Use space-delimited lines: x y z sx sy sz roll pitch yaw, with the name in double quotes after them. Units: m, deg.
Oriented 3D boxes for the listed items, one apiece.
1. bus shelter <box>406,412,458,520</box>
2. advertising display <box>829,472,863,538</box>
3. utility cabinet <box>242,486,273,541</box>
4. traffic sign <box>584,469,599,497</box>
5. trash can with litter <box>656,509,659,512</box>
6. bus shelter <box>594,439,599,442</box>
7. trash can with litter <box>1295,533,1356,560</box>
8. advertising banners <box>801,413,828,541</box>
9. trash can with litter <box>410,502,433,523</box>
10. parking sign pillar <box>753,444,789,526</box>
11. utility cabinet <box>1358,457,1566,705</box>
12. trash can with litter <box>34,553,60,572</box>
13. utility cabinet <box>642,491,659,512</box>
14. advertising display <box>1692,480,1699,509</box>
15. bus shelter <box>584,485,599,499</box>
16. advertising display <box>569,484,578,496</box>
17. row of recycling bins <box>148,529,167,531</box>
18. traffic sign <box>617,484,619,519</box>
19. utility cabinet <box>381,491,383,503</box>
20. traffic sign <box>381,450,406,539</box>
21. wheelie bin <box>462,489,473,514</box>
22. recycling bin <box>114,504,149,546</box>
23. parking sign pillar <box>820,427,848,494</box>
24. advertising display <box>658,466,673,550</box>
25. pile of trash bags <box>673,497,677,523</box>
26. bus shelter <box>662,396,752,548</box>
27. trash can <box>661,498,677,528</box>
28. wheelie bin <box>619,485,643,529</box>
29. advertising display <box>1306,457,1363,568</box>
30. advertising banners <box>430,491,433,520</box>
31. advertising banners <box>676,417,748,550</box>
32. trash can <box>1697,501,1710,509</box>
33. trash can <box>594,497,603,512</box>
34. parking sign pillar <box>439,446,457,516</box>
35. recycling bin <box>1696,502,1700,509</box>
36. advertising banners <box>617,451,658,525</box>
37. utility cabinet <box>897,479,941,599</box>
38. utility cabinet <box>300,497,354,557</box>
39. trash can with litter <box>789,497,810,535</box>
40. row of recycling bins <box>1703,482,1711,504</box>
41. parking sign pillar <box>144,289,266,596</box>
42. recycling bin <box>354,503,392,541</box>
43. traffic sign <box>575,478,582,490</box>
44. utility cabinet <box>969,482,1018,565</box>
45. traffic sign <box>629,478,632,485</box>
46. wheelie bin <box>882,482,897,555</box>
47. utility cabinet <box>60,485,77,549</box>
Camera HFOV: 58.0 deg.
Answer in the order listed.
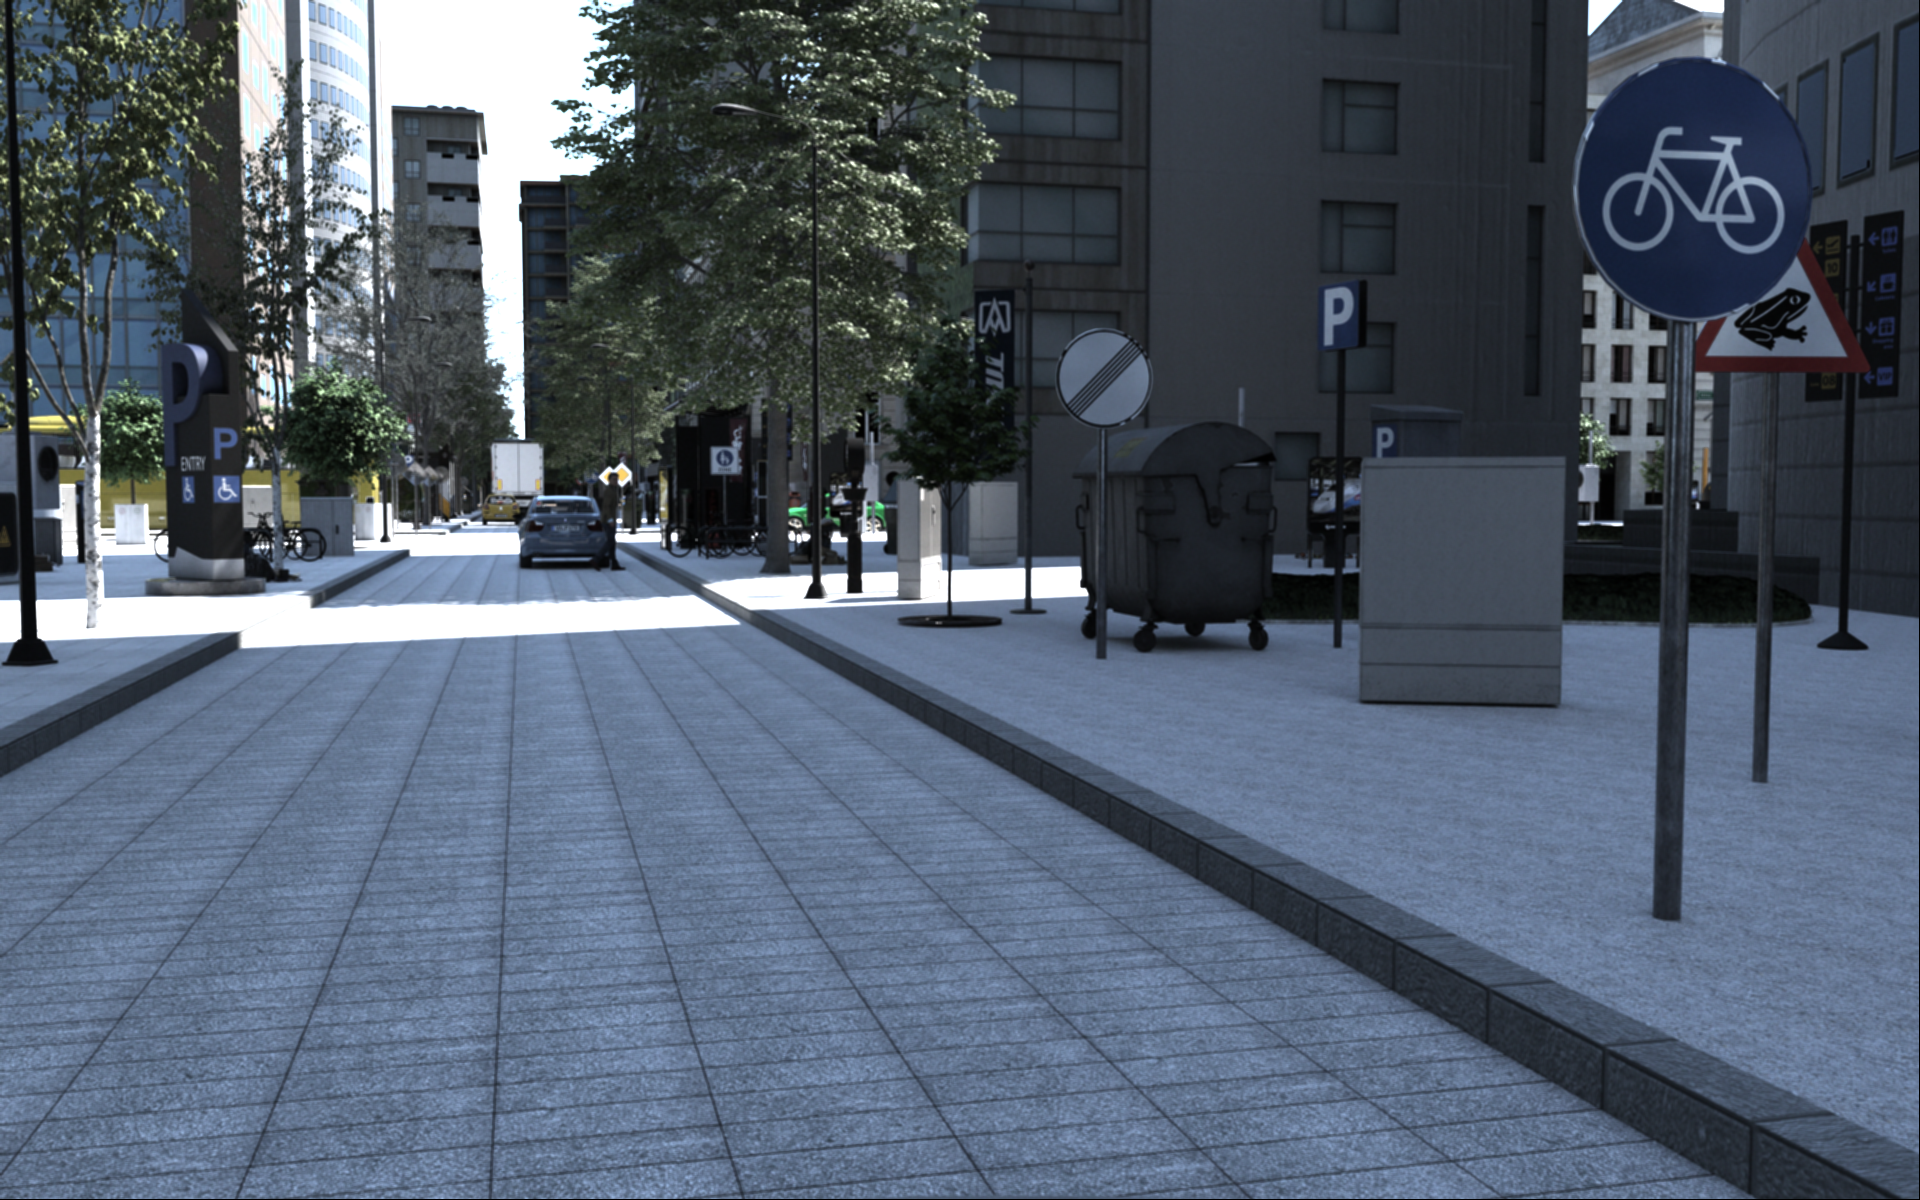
-26.748 -6.744 87.889 2.179 5.291 8.768 -1 4 -14 "bus shelter"
-3.346 -2.797 50.949 0.974 1.923 0.123 0 4 3 "advertising display"
-18.820 -2.270 45.796 1.173 1.500 0.318 -2 4 -30 "utility cabinet"
-18.477 -5.307 86.872 0.768 2.556 0.104 -1 4 -10 "traffic sign"
-20.217 -6.437 116.640 1.055 1.170 0.624 0 4 -2 "trash can with litter"
-26.310 -8.960 124.122 2.179 5.291 8.768 -1 4 -14 "bus shelter"
7.594 -1.439 34.591 2.233 1.210 1.678 -1 4 -16 "trash can with litter"
-3.084 -2.462 36.440 0.090 3.025 2.074 -1 4 -19 "advertising banners"
-23.587 -3.925 75.568 0.624 1.170 1.055 3 5 41 "trash can with litter"
-7.347 -4.836 67.546 1.447 3.967 1.447 -2 4 -30 "parking sign pillar"
3.047 -0.116 10.582 1.173 1.500 0.318 1 4 10 "utility cabinet"
-15.501 -1.052 28.585 1.055 1.170 0.624 -3 4 -38 "trash can with litter"
-22.405 -7.127 125.207 1.173 1.500 0.318 -1 4 -18 "utility cabinet"
34.211 -4.666 81.501 0.974 1.923 0.123 2 4 33 "advertising display"
-22.496 -7.030 106.227 1.731 3.624 6.357 -1 4 -14 "bus shelter"
-26.386 -6.915 118.270 0.123 1.923 0.974 1 4 18 "advertising display"
-28.074 -3.358 62.010 1.069 1.692 3.534 1 4 12 "row of recycling bins"
-17.929 -5.545 90.774 0.768 2.556 0.104 -1 4 -11 "traffic sign"
-34.666 -5.852 104.359 0.318 1.500 1.173 -2 4 -26 "utility cabinet"
-16.229 -3.023 49.529 0.768 2.556 0.104 -1 4 -9 "traffic sign"
-31.736 -6.340 111.567 0.693 1.594 0.980 -1 4 -13 "wheelie bin"
-20.832 -1.896 43.557 0.722 1.027 0.722 -1 4 -22 "recycling bin"
-4.850 -4.650 64.502 1.447 3.967 1.447 -2 4 -24 "parking sign pillar"
-6.768 -2.118 39.846 0.123 1.923 0.974 -1 4 -22 "advertising display"
-11.779 -4.089 76.600 1.912 1.369 3.447 -1 4 -17 "pile of trash bags"
-6.536 -3.262 44.618 1.731 3.624 6.357 -1 4 -14 "bus shelter"
-10.396 -3.079 61.992 0.748 1.137 0.748 0 3 0 "trash can"
-12.073 -3.418 63.786 0.693 1.594 0.980 2 4 24 "wheelie bin"
6.510 -1.521 30.075 0.974 1.923 0.123 0 4 -3 "advertising display"
-26.148 -5.302 82.881 0.090 3.025 2.074 3 4 38 "advertising banners"
-5.747 -2.688 40.131 2.074 3.025 0.090 2 4 30 "advertising banners"
16.239 -1.567 37.280 0.748 1.137 0.748 0 3 0 "trash can"
-16.525 -4.175 79.909 0.748 1.137 0.748 0 3 0 "trash can"
-28.787 -6.605 96.457 1.447 3.967 1.447 -3 5 -40 "parking sign pillar"
24.326 -2.666 56.150 0.722 1.027 0.722 3 4 38 "recycling bin"
-13.351 -4.614 71.635 0.090 3.025 2.074 3 5 40 "advertising banners"
-0.486 -0.778 21.403 0.318 1.500 1.173 1 4 11 "utility cabinet"
-13.063 -1.504 35.760 1.020 1.237 0.306 -1 4 -19 "utility cabinet"
-5.018 -2.693 55.093 2.233 1.210 1.678 -3 4 -38 "trash can with litter"
22.509 -2.559 48.946 1.069 1.692 3.534 -1 4 -23 "row of recycling bins"
-9.769 -2.071 22.333 1.447 3.967 1.447 3 5 42 "parking sign pillar"
-16.197 -2.154 47.777 0.722 1.027 0.722 2 4 25 "recycling bin"
-22.394 -6.273 102.672 0.768 2.556 0.104 -1 4 -12 "traffic sign"
0.595 -1.380 31.248 0.318 1.500 1.173 2 4 34 "utility cabinet"
-16.726 -5.195 87.065 0.606 2.300 0.079 -1 4 -10 "traffic sign"
-1.220 -1.768 36.812 0.693 1.594 0.980 -3 5 -41 "wheelie bin"
-20.913 -1.919 40.048 0.318 1.500 1.173 2 4 29 "utility cabinet"
